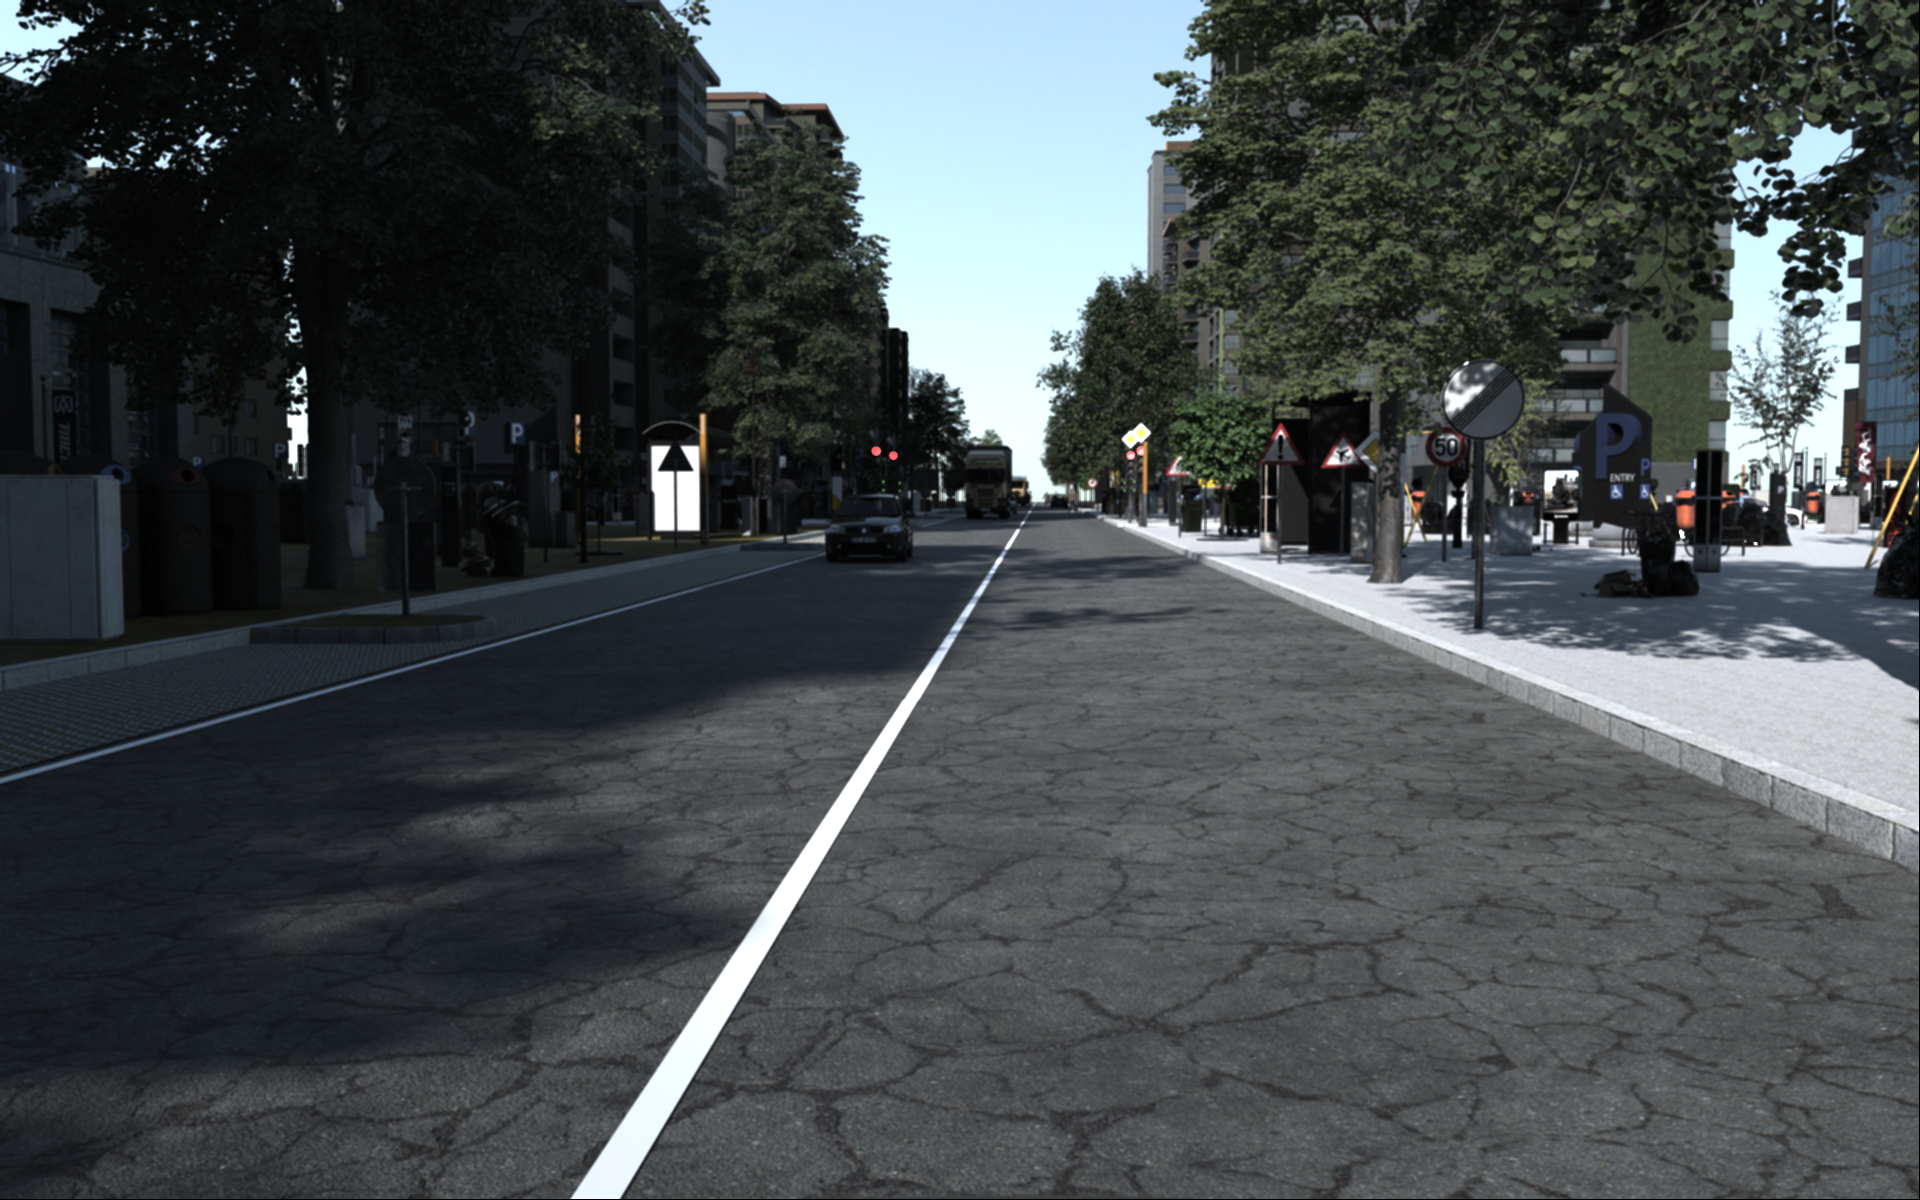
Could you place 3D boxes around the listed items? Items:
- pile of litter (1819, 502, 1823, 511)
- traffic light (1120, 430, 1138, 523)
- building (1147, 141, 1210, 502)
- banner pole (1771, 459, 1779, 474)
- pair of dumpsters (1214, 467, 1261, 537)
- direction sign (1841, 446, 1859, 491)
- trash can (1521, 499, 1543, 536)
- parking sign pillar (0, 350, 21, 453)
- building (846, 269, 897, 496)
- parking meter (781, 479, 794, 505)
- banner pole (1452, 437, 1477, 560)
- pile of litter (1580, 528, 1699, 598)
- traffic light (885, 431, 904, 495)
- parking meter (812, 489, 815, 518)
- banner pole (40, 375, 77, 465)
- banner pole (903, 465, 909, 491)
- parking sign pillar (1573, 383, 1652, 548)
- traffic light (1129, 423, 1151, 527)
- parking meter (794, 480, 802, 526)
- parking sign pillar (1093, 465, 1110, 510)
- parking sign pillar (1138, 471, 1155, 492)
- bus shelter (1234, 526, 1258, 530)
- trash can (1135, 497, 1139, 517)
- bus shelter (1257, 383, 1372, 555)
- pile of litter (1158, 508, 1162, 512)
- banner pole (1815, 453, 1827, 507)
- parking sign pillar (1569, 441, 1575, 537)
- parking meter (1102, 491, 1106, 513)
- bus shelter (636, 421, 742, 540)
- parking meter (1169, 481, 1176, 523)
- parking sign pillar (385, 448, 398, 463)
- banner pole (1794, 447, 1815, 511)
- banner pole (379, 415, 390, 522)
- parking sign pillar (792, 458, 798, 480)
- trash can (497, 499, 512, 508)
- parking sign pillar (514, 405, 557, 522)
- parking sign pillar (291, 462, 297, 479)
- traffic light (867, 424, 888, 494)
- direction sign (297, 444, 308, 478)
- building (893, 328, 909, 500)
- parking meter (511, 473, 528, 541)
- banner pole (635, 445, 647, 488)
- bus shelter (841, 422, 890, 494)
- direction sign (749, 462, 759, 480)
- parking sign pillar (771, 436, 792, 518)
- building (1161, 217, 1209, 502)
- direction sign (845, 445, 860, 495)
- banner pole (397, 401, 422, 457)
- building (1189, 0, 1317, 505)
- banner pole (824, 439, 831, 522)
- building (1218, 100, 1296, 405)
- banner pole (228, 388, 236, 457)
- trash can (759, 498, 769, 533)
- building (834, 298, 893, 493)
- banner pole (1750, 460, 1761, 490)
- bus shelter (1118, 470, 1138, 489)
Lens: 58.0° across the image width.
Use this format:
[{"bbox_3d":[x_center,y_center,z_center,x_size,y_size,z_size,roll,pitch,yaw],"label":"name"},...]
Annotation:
[{"bbox_3d":[58.327,-6.326,117.396,1.176,0.858,1.719,-1,4,-15],"label":"pile of litter"},{"bbox_3d":[7.491,-5.348,76.366,0.839,4.253,0.868,0,4,3],"label":"traffic light"},{"bbox_3d":[42.341,-46.042,294.790,21.231,58.520,28.212,0,4,3],"label":"building"},{"bbox_3d":[58.348,-8.204,124.147,0.401,3.779,0.863,-2,4,-27],"label":"banner pole"},{"bbox_3d":[8.828,-3.117,53.455,1.574,2.255,4.437,0,4,3],"label":"pair of dumpsters"},{"bbox_3d":[41.718,-5.450,81.097,0.876,3.537,0.379,2,4,30],"label":"direction sign"},{"bbox_3d":[17.556,-2.549,53.333,0.748,1.137,0.748,0,3,0],"label":"trash can"},{"bbox_3d":[-17.966,-2.655,31.875,1.447,3.967,1.447,1,4,17],"label":"parking sign pillar"},{"bbox_3d":[-26.074,-35.794,277.114,32.217,40.220,23.993,0,4,3],"label":"building"},{"bbox_3d":[-6.581,-3.651,65.408,0.255,1.863,0.399,-3,4,-38],"label":"parking meter"},{"bbox_3d":[9.936,-2.686,33.932,0.401,3.779,0.863,-2,4,-24],"label":"banner pole"},{"bbox_3d":[8.594,-0.486,21.905,1.719,0.858,1.176,-1,4,-11],"label":"pile of litter"},{"bbox_3d":[-2.910,-5.377,76.834,0.839,4.253,0.868,0,4,3],"label":"traffic light"},{"bbox_3d":[-7.924,-5.126,92.214,0.372,1.533,0.369,0,3,0],"label":"parking meter"},{"bbox_3d":[-19.036,-2.845,36.537,0.863,3.779,0.401,-1,4,-8],"label":"banner pole"},{"bbox_3d":[-4.585,-9.661,147.972,0.863,3.779,0.401,1,4,20],"label":"banner pole"},{"bbox_3d":[15.847,-3.239,41.430,1.447,3.967,1.447,-2,4,-31],"label":"parking sign pillar"},{"bbox_3d":[7.118,-4.860,68.390,0.839,4.253,0.868,0,4,3],"label":"traffic light"},{"bbox_3d":[-6.580,-3.920,69.808,0.255,1.863,0.399,-3,5,-43],"label":"parking meter"},{"bbox_3d":[11.650,-9.373,141.725,1.447,3.967,1.447,3,5,42],"label":"parking sign pillar"},{"bbox_3d":[14.194,-8.770,131.860,1.447,3.967,1.447,-1,4,-11],"label":"parking sign pillar"},{"bbox_3d":[10.272,-4.016,59.581,2.014,3.302,5.546,0,4,3],"label":"bus shelter"},{"bbox_3d":[9.483,-5.037,94.016,0.748,1.137,0.748,0,3,0],"label":"trash can"},{"bbox_3d":[8.062,-2.967,39.786,1.731,3.624,6.357,0,4,3],"label":"bus shelter"},{"bbox_3d":[13.999,-6.829,125.627,1.719,0.858,1.176,-2,4,-28],"label":"pile of litter"},{"bbox_3d":[52.515,-7.075,105.686,0.863,3.779,0.401,1,4,22],"label":"banner pole"},{"bbox_3d":[19.080,-3.910,52.395,1.447,3.967,1.447,-2,4,-34],"label":"parking sign pillar"},{"bbox_3d":[9.875,-6.734,118.513,0.372,1.533,0.369,0,3,0],"label":"parking meter"},{"bbox_3d":[-7.838,-3.472,50.687,2.014,3.302,5.546,0,4,3],"label":"bus shelter"},{"bbox_3d":[9.407,-4.339,76.652,0.255,1.863,0.399,1,4,14],"label":"parking meter"},{"bbox_3d":[-28.065,-5.989,86.389,1.447,3.967,1.447,0,4,1],"label":"parking sign pillar"},{"bbox_3d":[44.706,-6.239,92.017,0.401,3.779,0.863,-3,5,-43],"label":"banner pole"},{"bbox_3d":[-18.130,-3.949,54.582,0.401,3.779,0.863,0,4,4],"label":"banner pole"},{"bbox_3d":[-9.782,-6.768,99.123,1.447,3.967,1.447,-2,4,-35],"label":"parking sign pillar"},{"bbox_3d":[-31.096,-6.481,117.618,0.748,1.137,0.748,0,3,0],"label":"trash can"},{"bbox_3d":[-12.690,-3.876,51.837,1.447,3.967,1.447,3,4,38],"label":"parking sign pillar"},{"bbox_3d":[-56.318,-9.673,146.627,1.447,3.967,1.447,-1,4,-19],"label":"parking sign pillar"},{"bbox_3d":[-3.283,-4.889,68.858,0.839,4.253,0.868,0,4,3],"label":"traffic light"},{"bbox_3d":[-29.584,-5.276,78.266,0.876,3.537,0.379,2,4,27],"label":"direction sign"},{"bbox_3d":[-16.246,-32.067,295.989,14.160,30.474,14.107,0,4,3],"label":"building"},{"bbox_3d":[-12.074,-2.553,47.453,0.399,1.863,0.255,3,4,38],"label":"parking meter"},{"bbox_3d":[-16.141,-5.973,87.681,0.863,3.779,0.401,-1,4,-10],"label":"banner pole"},{"bbox_3d":[-5.365,-7.421,98.972,2.179,5.291,8.768,0,4,3],"label":"bus shelter"},{"bbox_3d":[-14.376,-7.923,121.543,0.876,3.537,0.379,-2,4,-30],"label":"direction sign"},{"bbox_3d":[-7.410,-4.805,67.027,1.447,3.967,1.447,0,4,1],"label":"parking sign pillar"},{"bbox_3d":[42.456,-37.430,266.608,22.147,44.769,28.867,0,4,3],"label":"building"},{"bbox_3d":[-4.959,-5.389,80.105,0.876,3.537,0.379,-3,5,-41],"label":"direction sign"},{"bbox_3d":[-14.495,-3.413,45.814,0.863,3.779,0.401,-3,5,-41],"label":"banner pole"},{"bbox_3d":[37.888,-46.605,200.244,20.563,71.187,20.611,0,4,3],"label":"building"},{"bbox_3d":[-6.021,-5.472,79.485,0.401,3.779,0.863,0,3,0],"label":"banner pole"},{"bbox_3d":[34.317,-30.562,183.276,14.154,41.232,14.086,0,4,3],"label":"building"},{"bbox_3d":[-14.582,-2.735,34.730,0.401,3.779,0.863,-2,4,-31],"label":"banner pole"},{"bbox_3d":[-6.651,-2.778,57.070,0.748,1.137,0.748,0,3,0],"label":"trash can"},{"bbox_3d":[-18.110,-29.743,258.005,14.160,30.474,14.107,0,4,3],"label":"building"},{"bbox_3d":[58.165,-8.352,126.568,0.863,3.779,0.401,3,4,39],"label":"banner pole"},{"bbox_3d":[13.689,-9.911,139.680,2.179,5.291,8.768,0,4,3],"label":"bus shelter"}]
